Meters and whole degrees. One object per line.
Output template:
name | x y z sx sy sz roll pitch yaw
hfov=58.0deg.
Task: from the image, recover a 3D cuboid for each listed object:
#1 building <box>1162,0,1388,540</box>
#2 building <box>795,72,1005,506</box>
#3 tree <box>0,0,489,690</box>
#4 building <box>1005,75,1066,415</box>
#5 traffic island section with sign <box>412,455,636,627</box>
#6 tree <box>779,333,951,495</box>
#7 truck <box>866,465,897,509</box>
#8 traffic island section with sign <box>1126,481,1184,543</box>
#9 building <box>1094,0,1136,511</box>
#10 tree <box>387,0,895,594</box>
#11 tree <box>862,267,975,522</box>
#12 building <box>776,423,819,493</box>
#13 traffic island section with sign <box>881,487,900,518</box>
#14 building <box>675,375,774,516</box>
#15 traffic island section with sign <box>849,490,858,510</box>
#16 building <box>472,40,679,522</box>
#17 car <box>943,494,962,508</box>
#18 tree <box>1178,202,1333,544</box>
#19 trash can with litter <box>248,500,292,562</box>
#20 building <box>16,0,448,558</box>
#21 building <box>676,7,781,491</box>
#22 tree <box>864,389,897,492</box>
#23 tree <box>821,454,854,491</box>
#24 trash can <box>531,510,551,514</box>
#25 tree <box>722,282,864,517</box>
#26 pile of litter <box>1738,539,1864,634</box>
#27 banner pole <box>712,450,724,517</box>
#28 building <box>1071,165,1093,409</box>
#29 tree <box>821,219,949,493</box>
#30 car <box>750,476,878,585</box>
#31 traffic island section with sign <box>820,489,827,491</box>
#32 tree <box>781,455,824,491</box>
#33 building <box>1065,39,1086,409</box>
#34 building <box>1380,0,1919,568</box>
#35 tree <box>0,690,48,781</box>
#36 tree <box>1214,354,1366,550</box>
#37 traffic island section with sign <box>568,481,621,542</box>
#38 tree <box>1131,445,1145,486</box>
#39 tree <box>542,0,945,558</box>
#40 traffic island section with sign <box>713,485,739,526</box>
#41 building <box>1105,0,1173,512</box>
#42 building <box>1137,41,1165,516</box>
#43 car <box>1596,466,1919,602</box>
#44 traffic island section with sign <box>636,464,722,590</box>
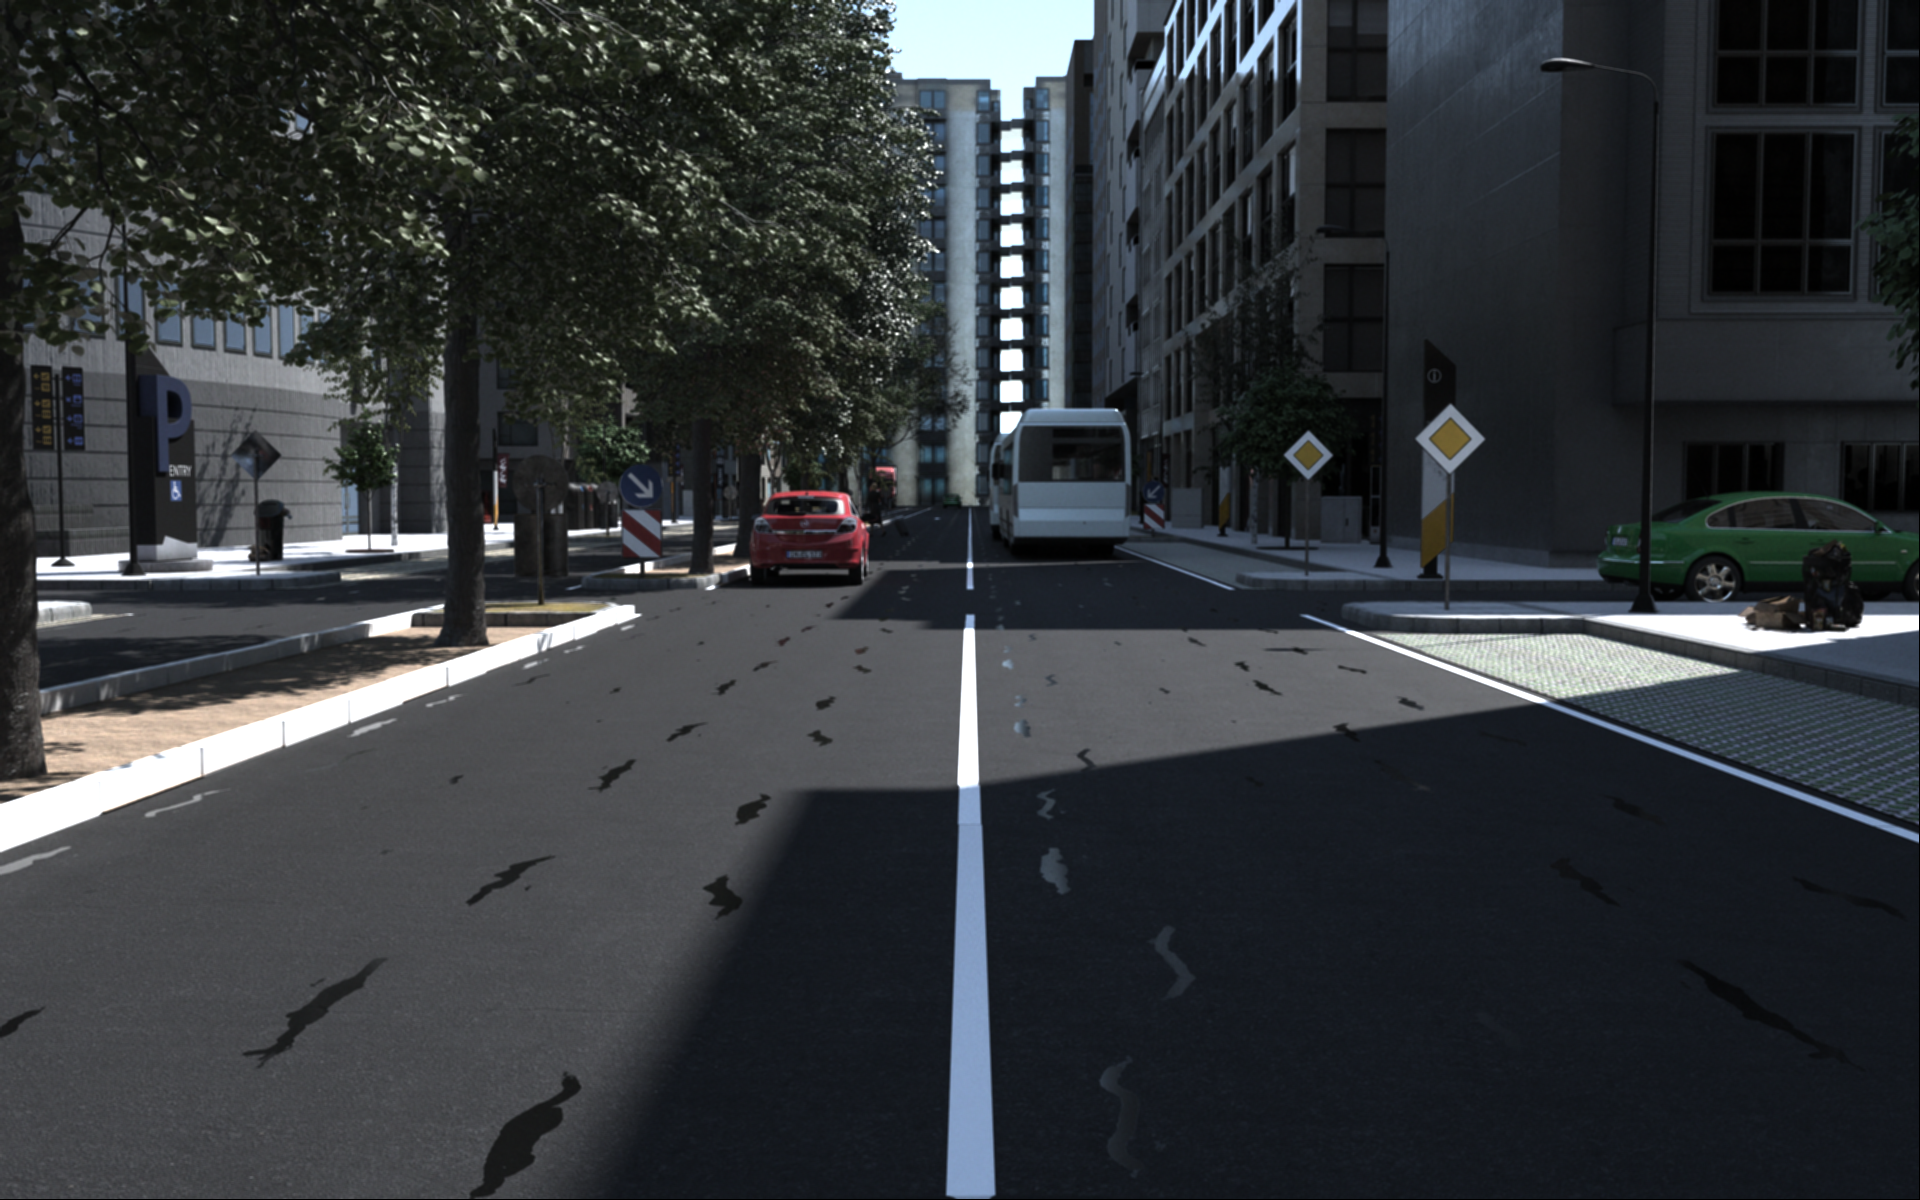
building | 19.090 -15.906 64.581 19.350 26.468 34.151 0 4 0
building | -9.487 -35.466 199.483 30.456 49.044 23.786 0 4 0
tree | -4.771 -5.858 16.362 7.486 12.596 7.792 0 3 0
building | 20.961 -35.386 198.164 30.456 49.044 23.786 0 4 0
traffic island section with sign | -4.876 -0.695 19.502 2.006 1.907 1.989 0 4 0
tree | -4.524 -8.165 70.362 8.767 10.594 7.601 0 4 0
truck | -7.470 -10.955 168.024 2.839 4.237 11.283 0 4 -1
traffic island section with sign | 5.604 -2.640 51.786 1.989 1.847 2.006 0 4 0
building | 18.124 -29.963 140.001 14.600 45.320 14.200 0 4 0
tree | -4.460 -6.650 29.307 7.486 12.596 7.792 0 3 0
tree | -4.306 -10.639 86.774 12.009 13.543 11.850 0 3 0
building | -30.051 -52.062 163.883 31.000 86.520 22.319 0 4 0
traffic island section with sign | -4.394 -5.744 102.046 2.006 1.907 1.989 0 4 0
building | -28.130 -16.659 117.419 27.650 21.520 28.899 0 4 0
traffic island section with sign | -9.999 -9.086 157.190 1.989 1.847 2.006 0 4 0
building | -21.815 -19.053 83.217 14.160 30.474 14.107 0 4 0
car | -0.739 -10.082 173.638 1.959 1.807 4.718 0 4 2
tree | 7.578 -5.758 44.498 4.360 8.622 3.978 0 3 0
trash can with litter | -13.248 -1.334 33.190 0.624 1.170 1.055 0 4 -5
building | -27.713 -30.738 44.563 21.231 58.520 28.212 0 4 0
building | -22.103 -29.851 138.167 14.600 45.320 14.200 0 4 0
tree | -4.488 -7.635 77.651 4.737 8.622 4.395 0 3 0
tree | -12.480 -14.057 180.195 4.360 8.622 3.978 0 3 0
trash can | -13.266 -2.642 54.855 0.748 1.137 0.748 0 3 0
tree | -4.996 -5.728 46.471 4.737 8.622 4.395 0 3 0
pile of litter | 8.075 -0.167 16.696 1.719 0.858 1.176 -3 4 -36
banner pole | -13.867 -6.667 99.021 0.863 3.779 0.401 0 4 -8
building | 16.795 -23.418 154.590 14.160 30.474 14.107 0 4 0
tree | -4.154 -8.151 61.480 9.928 11.665 9.643 0 3 0
car | -2.454 -1.208 28.790 2.155 1.783 4.494 0 4 -2
traffic island section with sign | -10.157 -7.368 129.102 1.989 1.847 2.006 0 4 0
tree | -13.297 -10.140 149.501 4.285 4.588 4.351 0 3 0
building | 17.522 -31.716 168.668 14.600 45.320 14.200 0 4 0
building | 25.137 -13.176 34.491 30.058 24.678 14.314 0 4 0
tree | -4.956 -5.395 8.791 7.486 12.596 7.792 0 3 0
tree | 7.695 -3.459 40.275 4.285 4.588 4.351 0 3 0
traffic island section with sign | -10.613 -2.646 51.890 1.989 1.847 2.006 0 4 0
tree | 8.033 -6.581 91.314 4.285 4.588 4.351 0 3 0
tree | -4.782 -7.931 38.790 9.857 13.997 8.962 0 3 0
traffic island section with sign | -10.452 -4.299 78.923 1.989 1.847 2.006 0 4 0
building | 24.482 -32.397 118.929 28.713 52.752 27.495 0 4 0
building | 16.440 -16.738 91.682 12.078 24.808 19.932 0 4 0
car | 10.784 -0.834 22.436 4.718 1.807 1.959 0 4 1
traffic island section with sign | -4.823 -1.148 26.909 2.006 1.907 1.989 0 4 0
